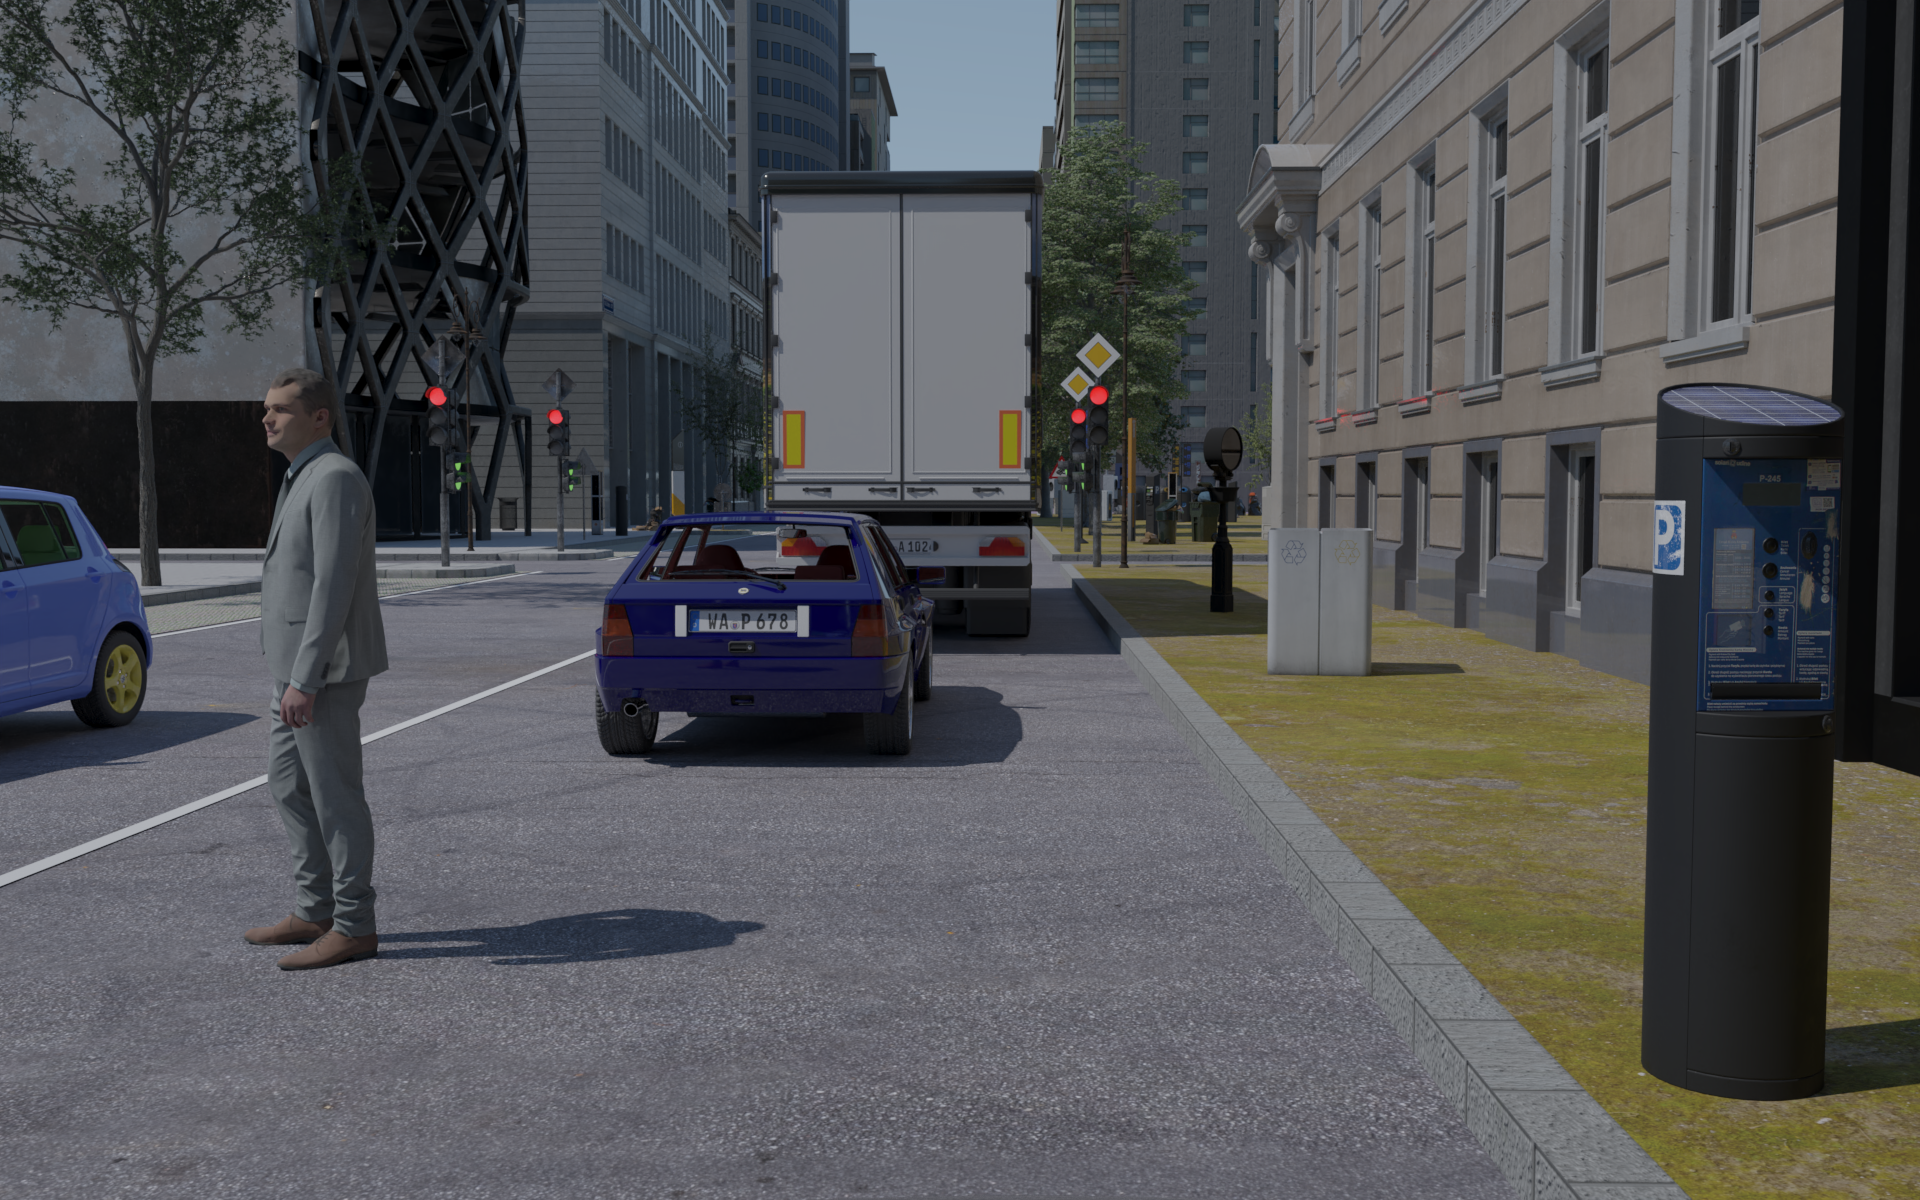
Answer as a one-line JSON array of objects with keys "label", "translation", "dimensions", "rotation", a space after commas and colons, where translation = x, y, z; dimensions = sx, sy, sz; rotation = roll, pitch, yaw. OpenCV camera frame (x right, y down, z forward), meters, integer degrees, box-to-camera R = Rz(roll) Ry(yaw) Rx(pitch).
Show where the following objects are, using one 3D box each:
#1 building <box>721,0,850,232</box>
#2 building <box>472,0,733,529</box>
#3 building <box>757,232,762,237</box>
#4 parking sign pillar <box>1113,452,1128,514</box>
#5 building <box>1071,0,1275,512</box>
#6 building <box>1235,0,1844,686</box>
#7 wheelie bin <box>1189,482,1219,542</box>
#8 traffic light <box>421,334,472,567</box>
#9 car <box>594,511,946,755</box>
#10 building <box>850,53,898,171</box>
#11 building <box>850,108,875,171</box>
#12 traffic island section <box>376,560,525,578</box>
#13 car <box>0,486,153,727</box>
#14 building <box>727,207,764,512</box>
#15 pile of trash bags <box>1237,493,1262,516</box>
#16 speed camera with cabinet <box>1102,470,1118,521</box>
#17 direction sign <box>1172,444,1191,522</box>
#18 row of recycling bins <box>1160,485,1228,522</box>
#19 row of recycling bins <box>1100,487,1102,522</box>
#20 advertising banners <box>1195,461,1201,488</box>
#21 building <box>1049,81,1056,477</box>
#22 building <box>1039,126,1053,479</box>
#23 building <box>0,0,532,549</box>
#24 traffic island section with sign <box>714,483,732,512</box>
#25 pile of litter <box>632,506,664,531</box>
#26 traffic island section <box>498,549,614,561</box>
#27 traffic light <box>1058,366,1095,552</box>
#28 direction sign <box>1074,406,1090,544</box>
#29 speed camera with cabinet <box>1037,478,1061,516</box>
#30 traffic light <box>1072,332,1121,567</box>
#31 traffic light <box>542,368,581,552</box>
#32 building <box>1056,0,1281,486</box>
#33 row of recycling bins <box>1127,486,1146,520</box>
[{"label": "building", "translation": [-21.663, -37.628, 157.209], "dimensions": [21.231, 58.520, 28.212], "rotation": [0, 4, 1]}, {"label": "building", "translation": [-18.088, -18.359, 77.668], "dimensions": [11.434, 29.767, 29.804], "rotation": [0, 4, 1]}, {"label": "building", "translation": [-24.828, -17.381, 129.220], "dimensions": [27.650, 21.520, 28.899], "rotation": [0, 4, 1]}, {"label": "parking sign pillar", "translation": [10.421, -7.396, 109.392], "dimensions": [1.447, 3.967, 1.447], "rotation": [2, 4, 24]}, {"label": "building", "translation": [15.143, -27.170, 127.823], "dimensions": [14.154, 41.232, 14.086], "rotation": [0, 4, 1]}, {"label": "building", "translation": [10.988, -14.166, 17.520], "dimensions": [13.634, 28.700, 20.117], "rotation": [0, 4, 1]}, {"label": "wheelie bin", "translation": [6.560, -2.355, 46.415], "dimensions": [0.693, 1.594, 0.980], "rotation": [-2, 4, -26]}, {"label": "traffic light", "translation": [-9.075, -2.543, 30.502], "dimensions": [0.839, 4.253, 0.868], "rotation": [0, 4, 1]}, {"label": "car", "translation": [-1.080, 0.105, 10.871], "dimensions": [1.945, 1.354, 3.894], "rotation": [0, 4, 2]}, {"label": "building", "translation": [-22.582, -38.121, 212.523], "dimensions": [28.713, 52.752, 27.495], "rotation": [0, 4, 1]}, {"label": "building", "translation": [-16.200, -30.283, 178.718], "dimensions": [14.154, 41.232, 14.086], "rotation": [0, 4, 1]}, {"label": "traffic island section", "translation": [-9.114, -0.511, 30.637], "dimensions": [2.009, 0.180, 2.903], "rotation": [0, 4, 1]}, {"label": "car", "translation": [-6.040, 0.010, 9.422], "dimensions": [1.945, 1.707, 3.694], "rotation": [0, 4, 3]}, {"label": "building", "translation": [-16.832, -14.565, 102.763], "dimensions": [10.561, 19.102, 19.286], "rotation": [0, 4, 1]}, {"label": "pile of trash bags", "translation": [17.169, -5.710, 103.118], "dimensions": [1.912, 1.369, 3.447], "rotation": [1, 4, 19]}, {"label": "speed camera with cabinet", "translation": [6.993, -5.381, 82.311], "dimensions": [0.660, 3.252, 2.038], "rotation": [1, 4, 19]}, {"label": "direction sign", "translation": [10.003, -5.276, 78.253], "dimensions": [0.876, 3.537, 0.379], "rotation": [1, 4, 23]}, {"label": "row of recycling bins", "translation": [10.618, -4.412, 79.256], "dimensions": [3.534, 1.692, 1.069], "rotation": [0, 4, 4]}, {"label": "row of recycling bins", "translation": [5.902, -4.338, 78.042], "dimensions": [1.069, 1.692, 3.534], "rotation": [0, 4, 5]}, {"label": "advertising banners", "translation": [12.934, -5.800, 91.012], "dimensions": [0.090, 3.025, 2.074], "rotation": [3, 5, 43]}, {"label": "building", "translation": [20.558, -33.740, 171.253], "dimensions": [23.786, 49.044, 30.456], "rotation": [0, 4, 1]}, {"label": "building", "translation": [20.728, -36.319, 217.509], "dimensions": [21.300, 48.544, 21.600], "rotation": [0, 4, 1]}, {"label": "building", "translation": [-21.065, -11.071, 48.455], "dimensions": [16.820, 18.784, 16.811], "rotation": [0, 4, 1]}, {"label": "traffic island section with sign", "translation": [-8.376, -3.208, 61.072], "dimensions": [1.989, 1.847, 2.006], "rotation": [0, 4, 1]}, {"label": "pile of litter", "translation": [-10.813, -2.858, 60.689], "dimensions": [1.176, 0.858, 1.719], "rotation": [-2, 4, -33]}, {"label": "traffic island section", "translation": [-8.917, -0.999, 38.620], "dimensions": [2.009, 0.180, 2.903], "rotation": [0, 4, 1]}, {"label": "traffic light", "translation": [2.581, -3.015, 38.219], "dimensions": [0.839, 4.253, 0.868], "rotation": [0, 4, 1]}, {"label": "direction sign", "translation": [3.153, -3.231, 44.830], "dimensions": [0.379, 3.537, 0.876], "rotation": [-1, 4, -23]}, {"label": "speed camera with cabinet", "translation": [5.241, -6.558, 101.556], "dimensions": [0.660, 3.252, 2.038], "rotation": [-2, 4, -26]}, {"label": "traffic light", "translation": [2.384, -2.527, 30.236], "dimensions": [0.839, 4.253, 0.868], "rotation": [0, 4, 1]}, {"label": "traffic light", "translation": [-8.878, -3.031, 38.484], "dimensions": [0.839, 4.253, 0.868], "rotation": [0, 4, 1]}, {"label": "building", "translation": [19.006, -31.903, 145.320], "dimensions": [21.300, 48.544, 21.600], "rotation": [0, 4, 1]}, {"label": "row of recycling bins", "translation": [8.992, -4.821, 85.943], "dimensions": [1.069, 1.692, 3.534], "rotation": [1, 4, 15]}]
